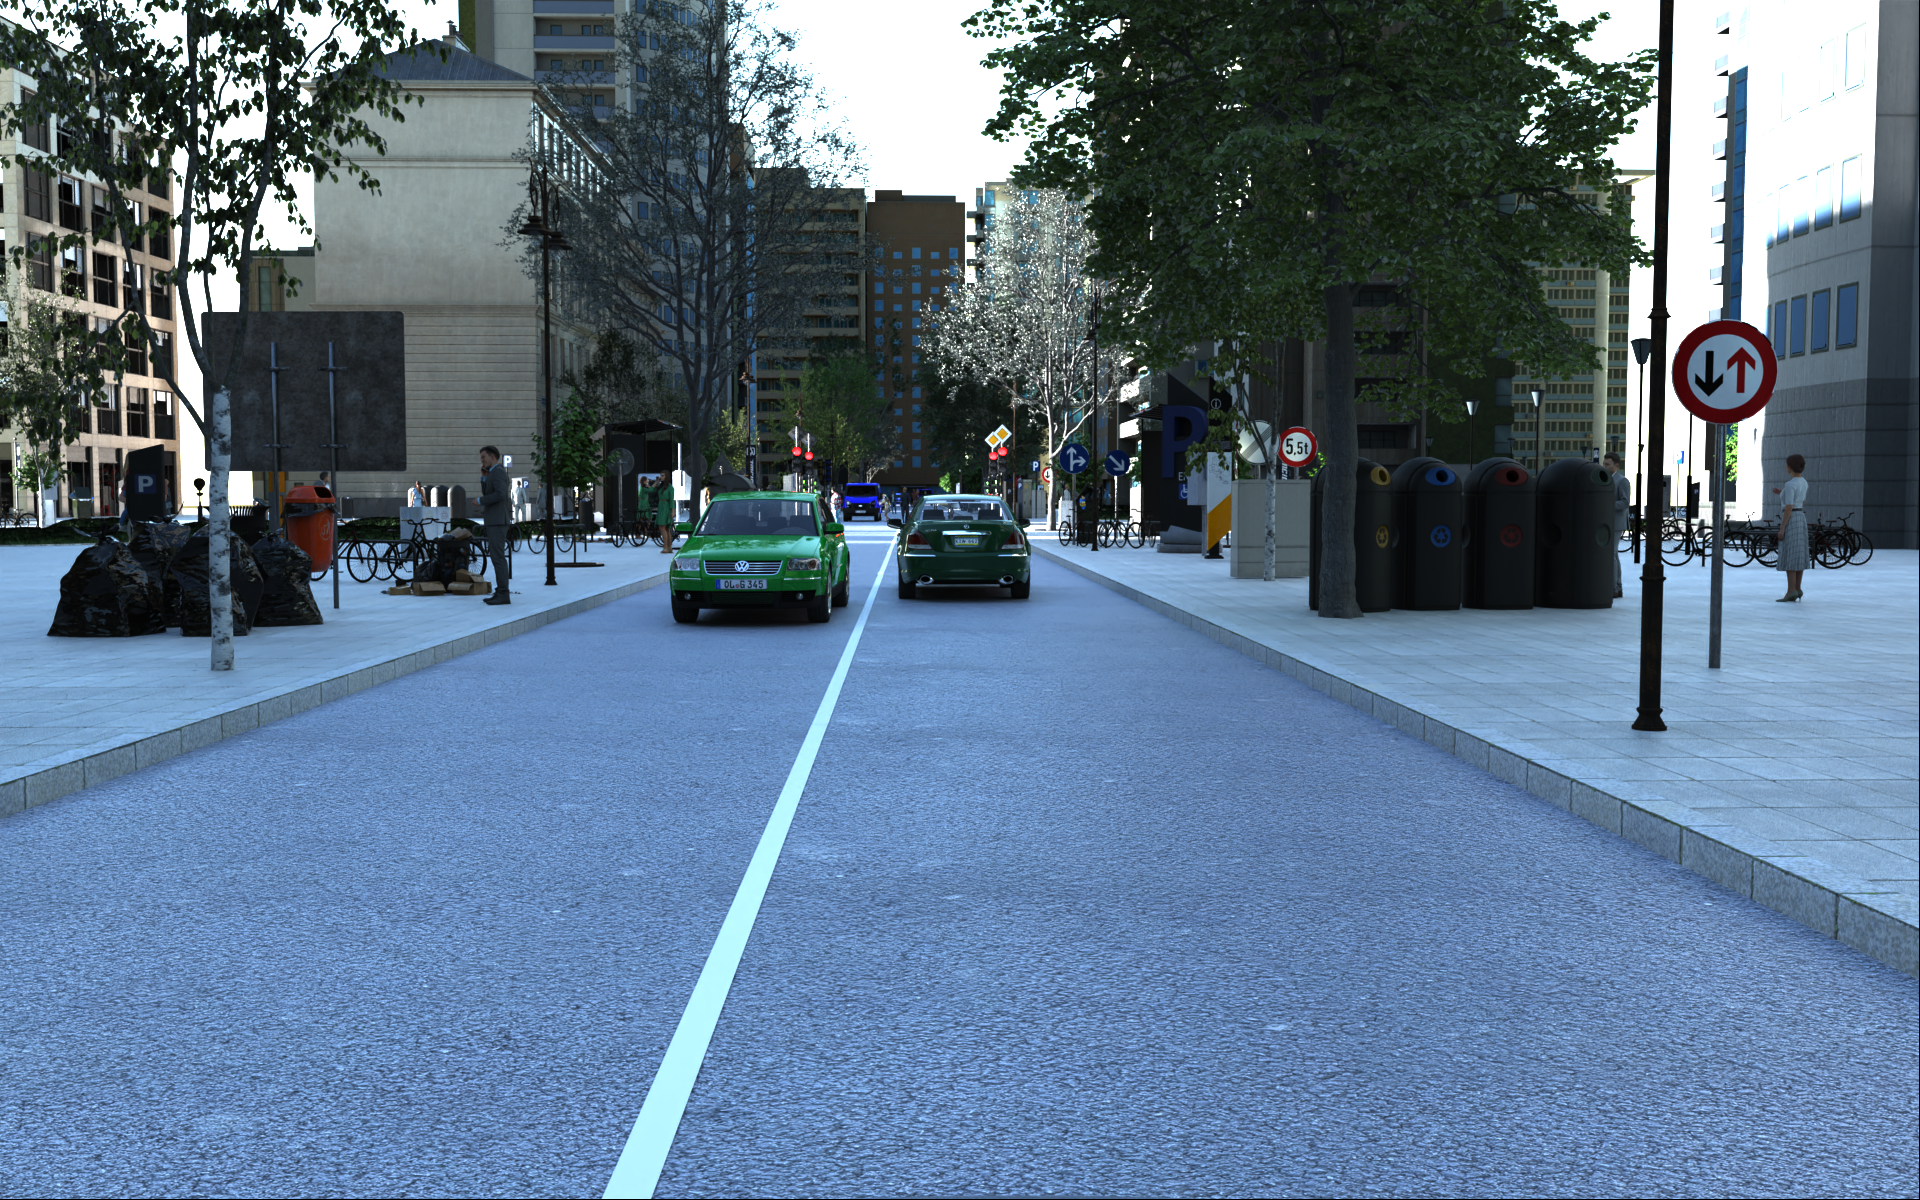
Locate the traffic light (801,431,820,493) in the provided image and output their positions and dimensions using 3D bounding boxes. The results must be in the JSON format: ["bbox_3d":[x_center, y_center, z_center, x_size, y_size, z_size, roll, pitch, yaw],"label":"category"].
[{"bbox_3d":[-6.694,-5.403,77.261,0.839,4.253,0.868,0,4,-2],"label":"traffic light"}]

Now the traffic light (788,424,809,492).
[{"bbox_3d":[-6.479,-4.915,69.279,0.839,4.253,0.868,0,4,-2],"label":"traffic light"}]

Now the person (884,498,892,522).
[{"bbox_3d":[-3.707,-4.600,88.721,0.382,1.210,0.505,0,4,0],"label":"person"}]

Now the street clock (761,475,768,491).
[{"bbox_3d":[-7.599,-3.849,67.497,0.358,2.002,0.471,-1,4,-13],"label":"street clock"}]

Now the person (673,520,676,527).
[{"bbox_3d":[-10.806,-3.517,63.735,0.728,1.800,0.709,0,4,7],"label":"person"}]

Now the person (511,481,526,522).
[{"bbox_3d":[-17.533,-3.839,68.915,0.635,1.810,0.391,0,4,0],"label":"person"}]

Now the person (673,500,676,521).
[{"bbox_3d":[-13.855,-4.669,82.477,0.694,1.812,0.767,-3,4,-37],"label":"person"}]

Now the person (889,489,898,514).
[{"bbox_3d":[-4.798,-7.071,124.452,0.623,1.781,0.721,-1,4,-12],"label":"person"}]

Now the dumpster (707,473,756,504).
[{"bbox_3d":[-6.476,-2.650,49.090,1.264,1.857,1.865,0,4,-2],"label":"dumpster"}]

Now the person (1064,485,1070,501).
[{"bbox_3d":[5.364,-4.964,87.558,0.624,1.780,0.694,0,4,0],"label":"person"}]

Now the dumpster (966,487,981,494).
[{"bbox_3d":[1.157,-7.158,119.531,1.502,2.255,1.985,0,4,-2],"label":"dumpster"}]

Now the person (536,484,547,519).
[{"bbox_3d":[-21.357,-5.028,88.348,0.767,1.812,0.694,2,4,26],"label":"person"}]

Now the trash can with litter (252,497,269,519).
[{"bbox_3d":[-25.995,-3.280,65.013,1.055,1.170,0.624,1,4,14],"label":"trash can with litter"}]

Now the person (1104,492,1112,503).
[{"bbox_3d":[13.709,-9.235,160.225,0.628,1.438,0.799,2,4,26],"label":"person"}]

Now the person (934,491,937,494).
[{"bbox_3d":[-2.163,-9.116,158.268,1.217,1.735,0.721,-3,5,-43],"label":"person"}]

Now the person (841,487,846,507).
[{"bbox_3d":[-8.040,-7.108,122.359,0.694,1.812,0.767,0,4,-5],"label":"person"}]

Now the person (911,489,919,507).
[{"bbox_3d":[-3.235,-7.252,127.046,0.580,1.828,0.573,-1,4,-21],"label":"person"}]

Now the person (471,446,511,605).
[{"bbox_3d":[-5.484,-0.882,20.265,0.447,1.846,0.655,-1,4,-19],"label":"person"}]

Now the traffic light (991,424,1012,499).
[{"bbox_3d":[1.679,-4.929,69.513,0.839,4.253,0.868,0,4,-2],"label":"traffic light"}]

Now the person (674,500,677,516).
[{"bbox_3d":[-16.464,-5.723,99.716,0.391,1.810,0.635,2,4,27],"label":"person"}]

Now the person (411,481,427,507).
[{"bbox_3d":[-21.648,-3.864,69.312,0.616,1.811,0.778,0,4,2],"label":"person"}]

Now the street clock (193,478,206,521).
[{"bbox_3d":[-33.843,-4.437,77.110,0.471,2.002,0.358,-1,4,-11],"label":"street clock"}]

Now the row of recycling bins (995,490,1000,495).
[{"bbox_3d":[3.364,-8.195,141.103,1.069,1.692,3.534,0,4,8],"label":"row of recycling bins"}]

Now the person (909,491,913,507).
[{"bbox_3d":[-5.157,-11.014,188.511,1.348,1.831,0.705,2,4,35],"label":"person"}]

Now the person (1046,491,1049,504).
[{"bbox_3d":[10.991,-13.096,220.876,1.217,1.735,0.721,1,4,18],"label":"person"}]

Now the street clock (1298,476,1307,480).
[{"bbox_3d":[13.881,-4.032,70.496,0.471,2.002,0.358,-2,4,-30],"label":"street clock"}]

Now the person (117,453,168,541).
[{"bbox_3d":[-10.563,-0.998,22.339,0.573,1.828,0.580,0,4,5],"label":"person"}]

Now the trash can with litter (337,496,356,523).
[{"bbox_3d":[-27.680,-4.034,77.013,2.233,1.210,1.678,-2,4,-31],"label":"trash can with litter"}]

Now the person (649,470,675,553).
[{"bbox_3d":[-6.346,-1.902,37.395,0.600,1.795,0.529,2,4,28],"label":"person"}]

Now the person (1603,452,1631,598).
[{"bbox_3d":[7.986,-0.929,21.434,0.583,1.804,0.606,-1,4,-14],"label":"person"}]

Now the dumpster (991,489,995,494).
[{"bbox_3d":[2.659,-8.763,145.766,1.502,2.255,1.985,0,4,-1],"label":"dumpster"}]

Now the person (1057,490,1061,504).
[{"bbox_3d":[12.388,-12.913,217.185,0.705,1.822,1.348,1,4,17],"label":"person"}]

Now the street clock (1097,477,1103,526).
[{"bbox_3d":[5.553,-4.029,70.443,0.471,2.002,0.358,-1,4,-15],"label":"street clock"}]

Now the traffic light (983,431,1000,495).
[{"bbox_3d":[1.464,-5.417,77.495,0.839,4.253,0.868,0,4,-2],"label":"traffic light"}]

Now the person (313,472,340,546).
[{"bbox_3d":[-15.437,-2.184,41.852,0.850,1.850,0.679,1,4,10],"label":"person"}]

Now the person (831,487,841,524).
[{"bbox_3d":[-4.873,-3.617,68.481,0.643,1.720,0.563,-2,4,-30],"label":"person"}]

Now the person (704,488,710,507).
[{"bbox_3d":[-8.827,-3.440,62.198,0.656,1.842,0.836,-1,4,-22],"label":"person"}]

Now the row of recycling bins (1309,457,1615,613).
[{"bbox_3d":[5.607,-0.752,19.403,3.534,1.692,1.069,-1,4,-12],"label":"row of recycling bins"}]

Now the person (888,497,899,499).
[{"bbox_3d":[-7.406,-11.174,191.918,1.217,1.736,0.721,0,4,-3],"label":"person"}]

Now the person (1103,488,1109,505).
[{"bbox_3d":[12.954,-8.990,153.368,0.444,1.785,0.601,-2,4,-24],"label":"person"}]

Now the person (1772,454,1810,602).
[{"bbox_3d":[9.862,-0.859,20.663,0.480,1.755,0.524,-3,5,-40],"label":"person"}]

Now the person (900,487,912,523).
[{"bbox_3d":[-2.696,-4.703,85.812,0.576,1.772,0.534,-1,4,-16],"label":"person"}]

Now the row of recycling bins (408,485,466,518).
[{"bbox_3d":[-24.011,-4.424,79.448,3.534,1.692,1.069,2,4,34],"label":"row of recycling bins"}]

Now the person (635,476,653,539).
[{"bbox_3d":[-9.122,-2.667,49.890,0.529,1.795,0.600,-2,4,-24],"label":"person"}]

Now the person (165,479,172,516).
[{"bbox_3d":[-25.952,-3.072,56.693,0.576,1.772,0.534,2,4,32],"label":"person"}]

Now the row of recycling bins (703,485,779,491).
[{"bbox_3d":[-10.075,-4.440,79.710,3.534,1.692,1.069,-1,4,-11],"label":"row of recycling bins"}]

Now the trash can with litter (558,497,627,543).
[{"bbox_3d":[-9.729,-2.123,45.774,2.233,1.210,1.678,3,5,41],"label":"trash can with litter"}]
